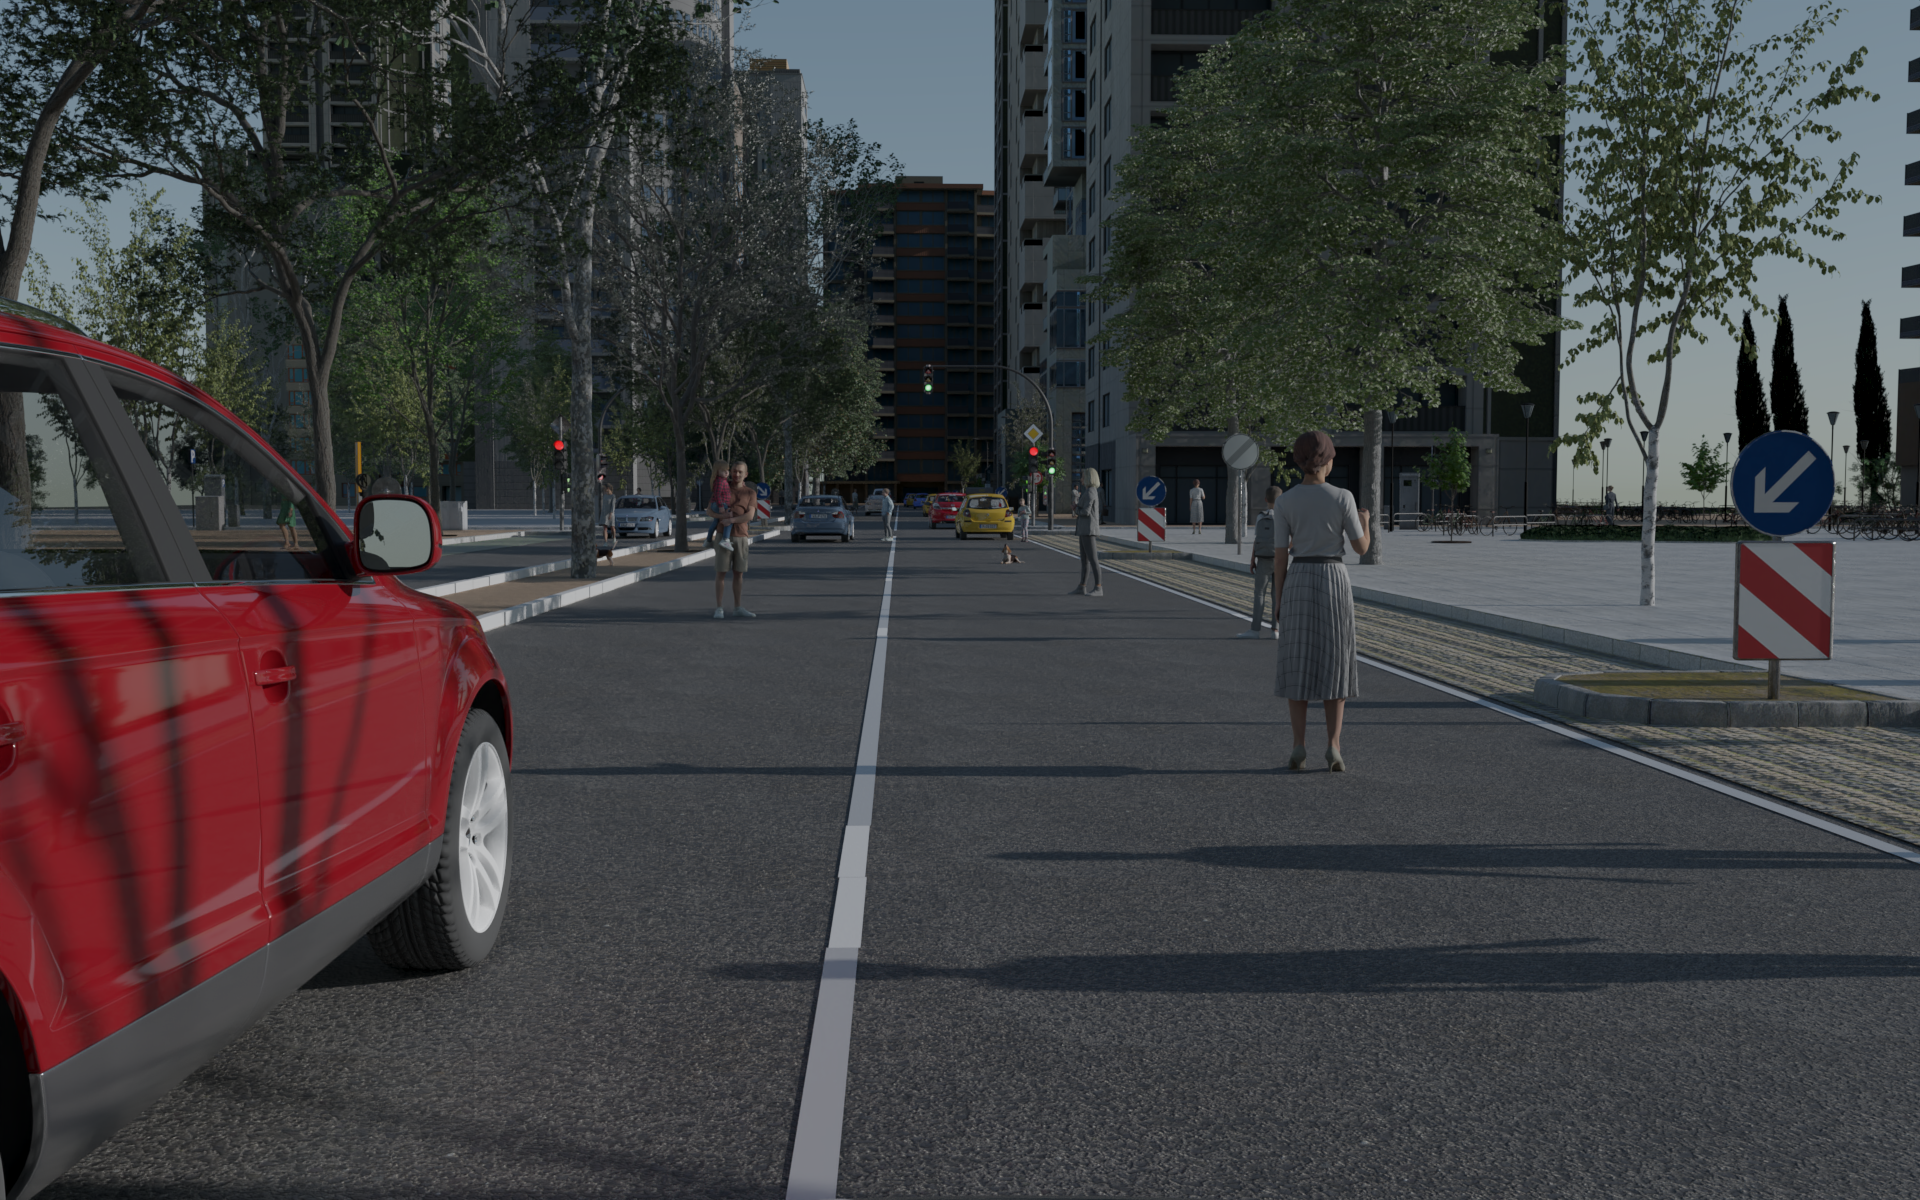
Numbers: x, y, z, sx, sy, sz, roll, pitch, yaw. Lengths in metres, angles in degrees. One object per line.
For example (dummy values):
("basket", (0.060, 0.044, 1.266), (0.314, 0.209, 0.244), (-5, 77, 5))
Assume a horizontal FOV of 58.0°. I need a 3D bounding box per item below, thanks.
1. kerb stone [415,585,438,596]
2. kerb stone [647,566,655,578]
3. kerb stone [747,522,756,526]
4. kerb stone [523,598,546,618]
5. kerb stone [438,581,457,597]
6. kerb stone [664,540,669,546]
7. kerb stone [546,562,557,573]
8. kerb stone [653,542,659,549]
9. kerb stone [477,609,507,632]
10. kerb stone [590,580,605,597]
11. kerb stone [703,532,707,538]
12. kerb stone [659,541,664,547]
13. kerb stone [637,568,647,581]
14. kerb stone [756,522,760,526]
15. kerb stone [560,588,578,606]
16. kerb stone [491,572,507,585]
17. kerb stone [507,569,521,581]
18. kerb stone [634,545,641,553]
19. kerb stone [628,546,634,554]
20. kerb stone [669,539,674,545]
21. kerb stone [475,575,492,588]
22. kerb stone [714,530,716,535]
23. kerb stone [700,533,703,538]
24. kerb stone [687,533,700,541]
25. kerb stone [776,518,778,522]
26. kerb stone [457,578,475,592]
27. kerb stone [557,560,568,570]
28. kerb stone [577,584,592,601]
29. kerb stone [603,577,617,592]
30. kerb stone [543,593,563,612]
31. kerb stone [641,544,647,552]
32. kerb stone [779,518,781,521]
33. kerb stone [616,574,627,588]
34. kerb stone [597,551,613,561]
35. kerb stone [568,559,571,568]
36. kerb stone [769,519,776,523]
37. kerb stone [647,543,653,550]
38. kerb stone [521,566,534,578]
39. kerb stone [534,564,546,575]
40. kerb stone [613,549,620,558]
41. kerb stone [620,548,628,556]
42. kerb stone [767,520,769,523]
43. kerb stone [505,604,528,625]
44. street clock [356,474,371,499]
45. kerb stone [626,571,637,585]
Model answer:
("kerb stone", (-7.277, -0.072, 23.403), (0.120, 0.150, 1.000), (0, 4, -2))
("kerb stone", (-5.395, -0.455, 29.641), (0.120, 0.150, 1.000), (0, 4, -2))
("kerb stone", (-9.069, -3.240, 75.173), (0.120, 0.150, 1.000), (0, 4, -2))
("kerb stone", (-5.069, 0.111, 20.409), (0.120, 0.150, 1.000), (0, 4, -2))
("kerb stone", (-7.315, -0.134, 24.428), (0.120, 0.150, 1.000), (0, 4, -2))
("kerb stone", (-8.096, -1.519, 47.027), (0.120, 0.150, 1.000), (0, 4, -2))
("kerb stone", (-7.558, -0.574, 31.610), (0.120, 0.150, 1.000), (0, 4, -2))
("kerb stone", (-8.010, -1.390, 44.980), (0.120, 0.150, 1.000), (0, 4, -2))
("kerb stone", (-5.010, 0.234, 18.364), (0.120, 0.150, 1.000), (0, 4, -2))
("kerb stone", (-5.211, -0.140, 24.530), (0.120, 0.150, 1.000), (0, 4, -2))
("kerb stone", (-8.417, -2.082, 56.230), (0.120, 0.150, 1.000), (0, 4, -2))
("kerb stone", (-8.064, -1.453, 46.000), (0.120, 0.150, 1.000), (0, 4, -2))
("kerb stone", (-5.355, -0.392, 28.620), (0.120, 0.150, 1.000), (0, 4, -2))
("kerb stone", (-9.139, -3.365, 77.217), (0.120, 0.150, 1.000), (0, 4, -2))
("kerb stone", (-5.142, -0.017, 22.476), (0.120, 0.150, 1.000), (0, 4, -2))
("kerb stone", (-7.409, -0.325, 27.508), (0.120, 0.150, 1.000), (0, 4, -2))
("kerb stone", (-7.453, -0.385, 28.529), (0.120, 0.150, 1.000), (0, 4, -2))
("kerb stone", (-7.914, -1.205, 41.903), (0.120, 0.150, 1.000), (0, 4, -2))
("kerb stone", (-7.881, -1.139, 40.880), (0.120, 0.150, 1.000), (0, 4, -2))
("kerb stone", (-8.125, -1.581, 48.050), (0.120, 0.150, 1.000), (0, 4, -2))
("kerb stone", (-7.382, -0.255, 26.481), (0.120, 0.150, 1.000), (0, 4, -2))
("kerb stone", (-8.508, -2.269, 59.298), (0.120, 0.150, 1.000), (0, 4, -2))
("kerb stone", (-8.375, -2.019, 55.209), (0.120, 0.150, 1.000), (0, 4, -2))
("kerb stone", (-8.339, -1.957, 54.188), (0.120, 0.150, 1.000), (0, 4, -2))
("kerb stone", (-9.535, -4.055, 88.489), (0.120, 0.150, 1.000), (0, 4, -2))
("kerb stone", (-7.344, -0.200, 25.458), (0.120, 0.150, 1.000), (0, 4, -2))
("kerb stone", (-7.595, -0.636, 32.642), (0.120, 0.150, 1.000), (0, 4, -2))
("kerb stone", (-5.182, -0.080, 23.502), (0.120, 0.150, 1.000), (0, 4, -2))
("kerb stone", (-5.243, -0.205, 25.552), (0.120, 0.150, 1.000), (0, 4, -2))
("kerb stone", (-5.111, 0.046, 21.445), (0.120, 0.150, 1.000), (0, 4, -2))
("kerb stone", (-7.949, -1.265, 42.925), (0.120, 0.150, 1.000), (0, 4, -2))
("kerb stone", (-9.599, -4.180, 90.535), (0.120, 0.150, 1.000), (0, 4, -2))
("kerb stone", (-5.288, -0.266, 26.577), (0.120, 0.150, 1.000), (0, 4, -2))
("kerb stone", (-7.768, -0.953, 37.777), (0.120, 0.150, 1.000), (0, 4, -2))
("kerb stone", (-7.623, -0.702, 33.669), (0.120, 0.150, 1.000), (0, 4, -2))
("kerb stone", (-9.499, -3.992, 87.467), (0.120, 0.150, 1.000), (0, 4, -2))
("kerb stone", (-7.995, -1.331, 43.953), (0.120, 0.150, 1.000), (0, 4, -2))
("kerb stone", (-7.484, -0.448, 29.550), (0.120, 0.150, 1.000), (0, 4, -2))
("kerb stone", (-7.524, -0.513, 30.577), (0.120, 0.150, 1.000), (0, 4, -2))
("kerb stone", (-7.810, -1.016, 38.813), (0.120, 0.150, 1.000), (0, 4, -2))
("kerb stone", (-7.847, -1.079, 39.844), (0.120, 0.150, 1.000), (0, 4, -2))
("kerb stone", (-9.317, -3.673, 82.339), (0.120, 0.150, 1.000), (0, 4, -2))
("kerb stone", (-5.030, 0.175, 19.386), (0.120, 0.150, 1.000), (0, 4, -2))
("street clock", (-21.023, -3.456, 61.068), (0.358, 2.002, 0.471), (3, 5, 44))
("kerb stone", (-5.325, -0.330, 27.598), (0.120, 0.150, 1.000), (0, 4, -2))
